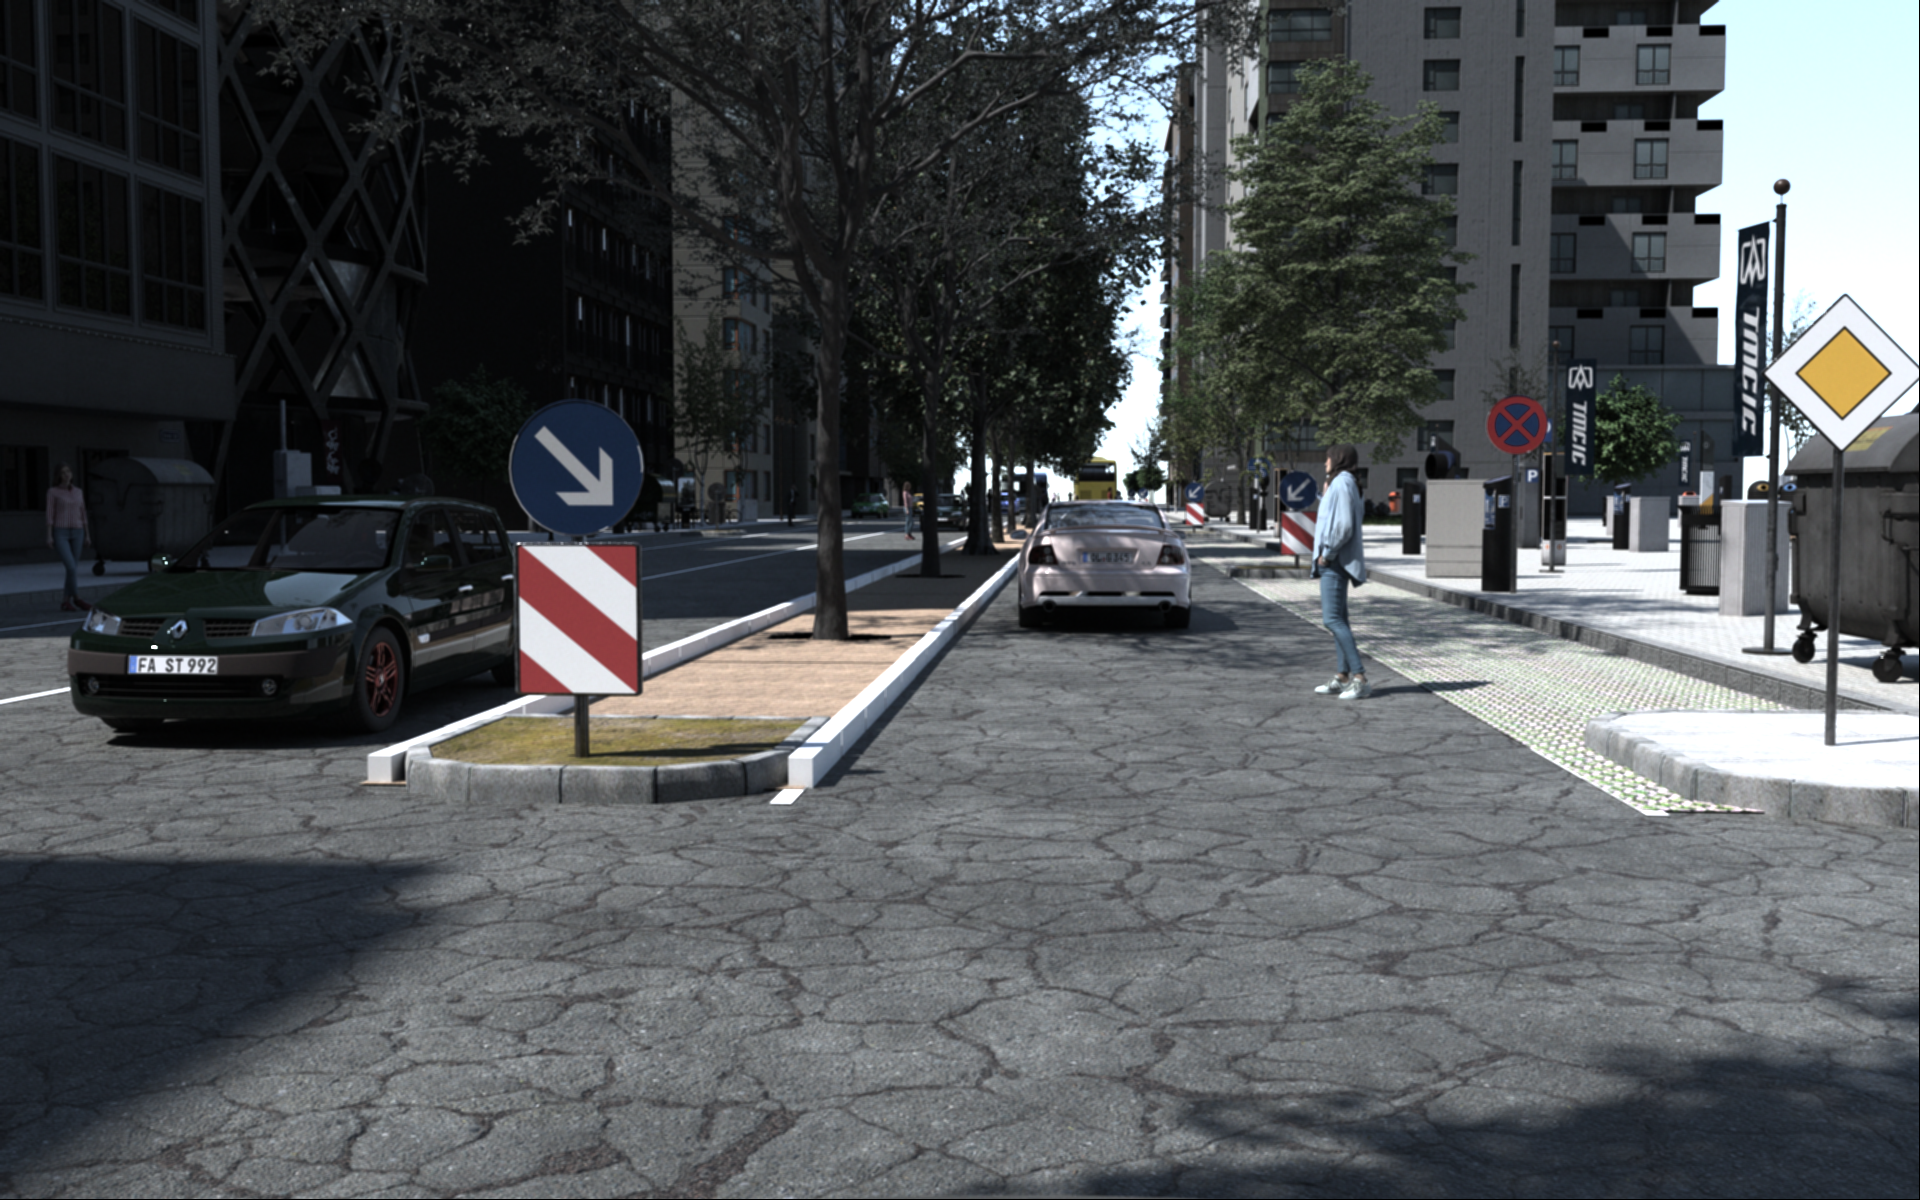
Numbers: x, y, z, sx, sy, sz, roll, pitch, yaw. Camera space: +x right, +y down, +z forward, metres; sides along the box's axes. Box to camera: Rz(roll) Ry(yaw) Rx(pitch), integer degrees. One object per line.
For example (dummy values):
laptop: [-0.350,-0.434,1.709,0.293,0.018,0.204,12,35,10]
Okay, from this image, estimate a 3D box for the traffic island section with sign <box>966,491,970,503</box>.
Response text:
traffic island section with sign: [1.087,-11.180,191.423,1.989,1.847,2.006,0,4,4]

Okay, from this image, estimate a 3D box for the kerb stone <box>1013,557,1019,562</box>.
kerb stone: [1.026,-0.689,33.454,0.120,0.150,1.000,0,4,4]

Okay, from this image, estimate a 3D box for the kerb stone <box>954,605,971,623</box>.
kerb stone: [-0.002,0.186,19.157,0.120,0.150,1.000,0,4,4]

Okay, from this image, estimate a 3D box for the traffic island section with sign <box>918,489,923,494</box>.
traffic island section with sign: [-2.931,-7.787,135.940,1.989,1.847,2.006,0,4,4]

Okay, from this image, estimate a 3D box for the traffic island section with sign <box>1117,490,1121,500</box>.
traffic island section with sign: [13.295,-7.763,135.558,1.989,1.847,2.006,0,4,4]

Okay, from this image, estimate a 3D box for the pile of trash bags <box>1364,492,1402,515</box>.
pile of trash bags: [18.681,-4.176,78.034,3.447,1.369,1.912,-3,4,-39]

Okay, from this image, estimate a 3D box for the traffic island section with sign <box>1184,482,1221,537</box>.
traffic island section with sign: [7.689,-3.015,57.921,1.989,1.847,2.006,0,4,4]

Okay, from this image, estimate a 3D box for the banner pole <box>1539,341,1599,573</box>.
banner pole: [9.934,-2.339,28.255,0.863,3.779,0.401,2,4,25]

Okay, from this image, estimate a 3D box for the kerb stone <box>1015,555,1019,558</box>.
kerb stone: [1.109,-0.751,34.476,0.120,0.150,1.000,0,4,4]

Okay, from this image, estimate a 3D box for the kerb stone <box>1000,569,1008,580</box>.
kerb stone: [0.659,-0.375,28.331,0.120,0.150,1.000,0,4,4]

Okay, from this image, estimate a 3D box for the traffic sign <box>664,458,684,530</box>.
traffic sign: [-10.149,-3.750,61.411,0.768,2.556,0.104,1,4,11]

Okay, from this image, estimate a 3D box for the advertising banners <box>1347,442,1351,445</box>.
advertising banners: [13.402,-3.845,59.058,0.090,3.025,2.074,2,4,25]

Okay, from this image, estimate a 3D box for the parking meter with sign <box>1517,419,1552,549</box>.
parking meter with sign: [13.439,-2.731,40.908,0.543,3.016,1.738,0,4,1]

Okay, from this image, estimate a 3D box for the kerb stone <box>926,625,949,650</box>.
kerb stone: [-0.229,0.373,16.089,0.120,0.150,1.000,0,4,4]

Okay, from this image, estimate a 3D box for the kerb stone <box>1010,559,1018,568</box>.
kerb stone: [0.954,-0.626,32.430,0.120,0.150,1.000,0,4,4]

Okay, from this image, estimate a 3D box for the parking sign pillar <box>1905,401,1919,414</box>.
parking sign pillar: [22.344,-3.176,40.395,1.447,3.967,1.447,-2,4,-33]

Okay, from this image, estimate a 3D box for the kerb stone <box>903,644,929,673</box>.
kerb stone: [-0.376,0.498,14.050,0.120,0.150,1.000,0,4,4]

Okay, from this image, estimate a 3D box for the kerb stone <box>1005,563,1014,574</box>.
kerb stone: [0.815,-0.501,30.385,0.120,0.150,1.000,0,4,4]

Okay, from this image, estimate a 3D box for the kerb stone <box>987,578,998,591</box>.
kerb stone: [0.435,-0.186,25.274,0.120,0.150,1.000,0,4,4]

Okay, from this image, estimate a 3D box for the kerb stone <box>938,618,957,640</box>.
kerb stone: [-0.154,0.311,17.116,0.120,0.150,1.000,0,4,4]

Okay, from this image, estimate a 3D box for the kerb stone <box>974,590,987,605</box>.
kerb stone: [0.219,0.005,22.216,0.120,0.150,1.000,0,4,4]

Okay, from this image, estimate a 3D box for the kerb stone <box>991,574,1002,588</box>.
kerb stone: [0.515,-0.251,26.292,0.120,0.150,1.000,0,4,4]

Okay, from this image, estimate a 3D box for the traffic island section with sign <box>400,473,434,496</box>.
traffic island section with sign: [-10.404,-1.468,32.626,1.989,1.847,2.006,0,4,4]

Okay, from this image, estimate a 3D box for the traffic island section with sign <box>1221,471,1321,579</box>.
traffic island section with sign: [5.670,-1.311,30.067,1.989,1.847,2.006,0,4,4]

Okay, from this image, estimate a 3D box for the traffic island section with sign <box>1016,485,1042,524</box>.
traffic island section with sign: [3.621,-4.634,83.908,2.006,1.907,1.989,0,4,4]

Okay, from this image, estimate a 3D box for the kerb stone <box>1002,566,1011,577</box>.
kerb stone: [0.745,-0.438,29.356,0.120,0.150,1.000,0,4,4]

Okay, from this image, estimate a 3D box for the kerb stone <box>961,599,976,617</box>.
kerb stone: [0.069,0.125,20.176,0.120,0.150,1.000,0,4,4]

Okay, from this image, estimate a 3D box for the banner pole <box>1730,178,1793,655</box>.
banner pole: [6.501,-1.472,14.082,0.401,3.779,0.863,0,4,-5]

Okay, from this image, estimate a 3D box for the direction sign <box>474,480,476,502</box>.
direction sign: [-15.451,-3.862,55.142,0.876,3.537,0.379,1,4,9]

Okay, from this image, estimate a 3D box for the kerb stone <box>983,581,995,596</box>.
kerb stone: [0.370,-0.126,24.254,0.120,0.150,1.000,0,4,4]

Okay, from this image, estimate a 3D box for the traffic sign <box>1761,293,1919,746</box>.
traffic sign: [4.438,-0.314,8.777,0.795,2.450,0.064,0,4,4]

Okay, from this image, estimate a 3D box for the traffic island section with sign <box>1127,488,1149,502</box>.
traffic island section with sign: [11.361,-6.116,108.626,1.989,1.847,2.006,0,4,4]

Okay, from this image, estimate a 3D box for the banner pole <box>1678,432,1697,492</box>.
banner pole: [29.311,-4.874,69.705,0.401,3.779,0.863,-3,5,-41]

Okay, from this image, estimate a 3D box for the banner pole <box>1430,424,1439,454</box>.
banner pole: [17.145,-4.440,62.616,0.401,3.779,0.863,0,4,-6]

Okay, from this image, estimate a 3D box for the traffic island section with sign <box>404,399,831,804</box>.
traffic island section with sign: [-1.792,-0.051,8.964,2.006,1.907,1.989,0,4,4]

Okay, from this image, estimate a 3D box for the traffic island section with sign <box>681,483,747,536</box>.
traffic island section with sign: [-8.439,-3.128,59.778,1.989,1.847,2.006,0,4,4]

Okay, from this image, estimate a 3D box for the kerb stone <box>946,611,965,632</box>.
kerb stone: [-0.073,0.248,18.136,0.120,0.150,1.000,0,4,4]

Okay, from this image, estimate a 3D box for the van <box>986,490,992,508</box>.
van: [3.432,-10.379,176.702,2.013,2.044,4.112,0,4,6]

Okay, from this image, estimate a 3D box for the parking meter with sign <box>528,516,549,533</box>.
parking meter with sign: [-14.222,-3.792,58.268,0.543,3.016,1.738,-2,4,-34]

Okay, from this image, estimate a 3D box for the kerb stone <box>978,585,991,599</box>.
kerb stone: [0.291,-0.061,23.235,0.120,0.150,1.000,0,4,4]

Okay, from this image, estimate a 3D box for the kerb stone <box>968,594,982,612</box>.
kerb stone: [0.150,0.061,21.195,0.120,0.150,1.000,0,4,4]

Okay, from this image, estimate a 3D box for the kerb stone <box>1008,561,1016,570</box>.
kerb stone: [0.887,-0.564,31.410,0.120,0.150,1.000,0,4,4]

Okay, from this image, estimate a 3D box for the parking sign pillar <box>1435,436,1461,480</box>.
parking sign pillar: [21.700,-5.442,77.447,1.447,3.967,1.447,-3,4,-37]

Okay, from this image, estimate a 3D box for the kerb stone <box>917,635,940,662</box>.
kerb stone: [-0.302,0.440,15.070,0.120,0.150,1.000,0,4,4]

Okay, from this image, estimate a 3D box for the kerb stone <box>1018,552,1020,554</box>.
kerb stone: [1.257,-0.875,36.520,0.120,0.150,1.000,0,4,4]

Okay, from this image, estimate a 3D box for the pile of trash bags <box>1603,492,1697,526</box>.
pile of trash bags: [27.114,-3.563,68.009,3.447,1.369,1.912,1,4,16]

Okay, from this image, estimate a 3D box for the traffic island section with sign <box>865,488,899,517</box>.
traffic island section with sign: [-4.891,-6.131,108.866,1.989,1.847,2.006,0,4,4]

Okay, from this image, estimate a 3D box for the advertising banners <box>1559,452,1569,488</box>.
advertising banners: [24.180,-4.609,71.552,2.074,3.025,0.090,2,4,31]

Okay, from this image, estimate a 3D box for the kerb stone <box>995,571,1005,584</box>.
kerb stone: [0.594,-0.313,27.311,0.120,0.150,1.000,0,4,4]

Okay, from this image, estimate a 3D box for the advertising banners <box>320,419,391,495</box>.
advertising banners: [-13.905,-2.706,40.437,2.074,3.025,0.090,0,4,6]
